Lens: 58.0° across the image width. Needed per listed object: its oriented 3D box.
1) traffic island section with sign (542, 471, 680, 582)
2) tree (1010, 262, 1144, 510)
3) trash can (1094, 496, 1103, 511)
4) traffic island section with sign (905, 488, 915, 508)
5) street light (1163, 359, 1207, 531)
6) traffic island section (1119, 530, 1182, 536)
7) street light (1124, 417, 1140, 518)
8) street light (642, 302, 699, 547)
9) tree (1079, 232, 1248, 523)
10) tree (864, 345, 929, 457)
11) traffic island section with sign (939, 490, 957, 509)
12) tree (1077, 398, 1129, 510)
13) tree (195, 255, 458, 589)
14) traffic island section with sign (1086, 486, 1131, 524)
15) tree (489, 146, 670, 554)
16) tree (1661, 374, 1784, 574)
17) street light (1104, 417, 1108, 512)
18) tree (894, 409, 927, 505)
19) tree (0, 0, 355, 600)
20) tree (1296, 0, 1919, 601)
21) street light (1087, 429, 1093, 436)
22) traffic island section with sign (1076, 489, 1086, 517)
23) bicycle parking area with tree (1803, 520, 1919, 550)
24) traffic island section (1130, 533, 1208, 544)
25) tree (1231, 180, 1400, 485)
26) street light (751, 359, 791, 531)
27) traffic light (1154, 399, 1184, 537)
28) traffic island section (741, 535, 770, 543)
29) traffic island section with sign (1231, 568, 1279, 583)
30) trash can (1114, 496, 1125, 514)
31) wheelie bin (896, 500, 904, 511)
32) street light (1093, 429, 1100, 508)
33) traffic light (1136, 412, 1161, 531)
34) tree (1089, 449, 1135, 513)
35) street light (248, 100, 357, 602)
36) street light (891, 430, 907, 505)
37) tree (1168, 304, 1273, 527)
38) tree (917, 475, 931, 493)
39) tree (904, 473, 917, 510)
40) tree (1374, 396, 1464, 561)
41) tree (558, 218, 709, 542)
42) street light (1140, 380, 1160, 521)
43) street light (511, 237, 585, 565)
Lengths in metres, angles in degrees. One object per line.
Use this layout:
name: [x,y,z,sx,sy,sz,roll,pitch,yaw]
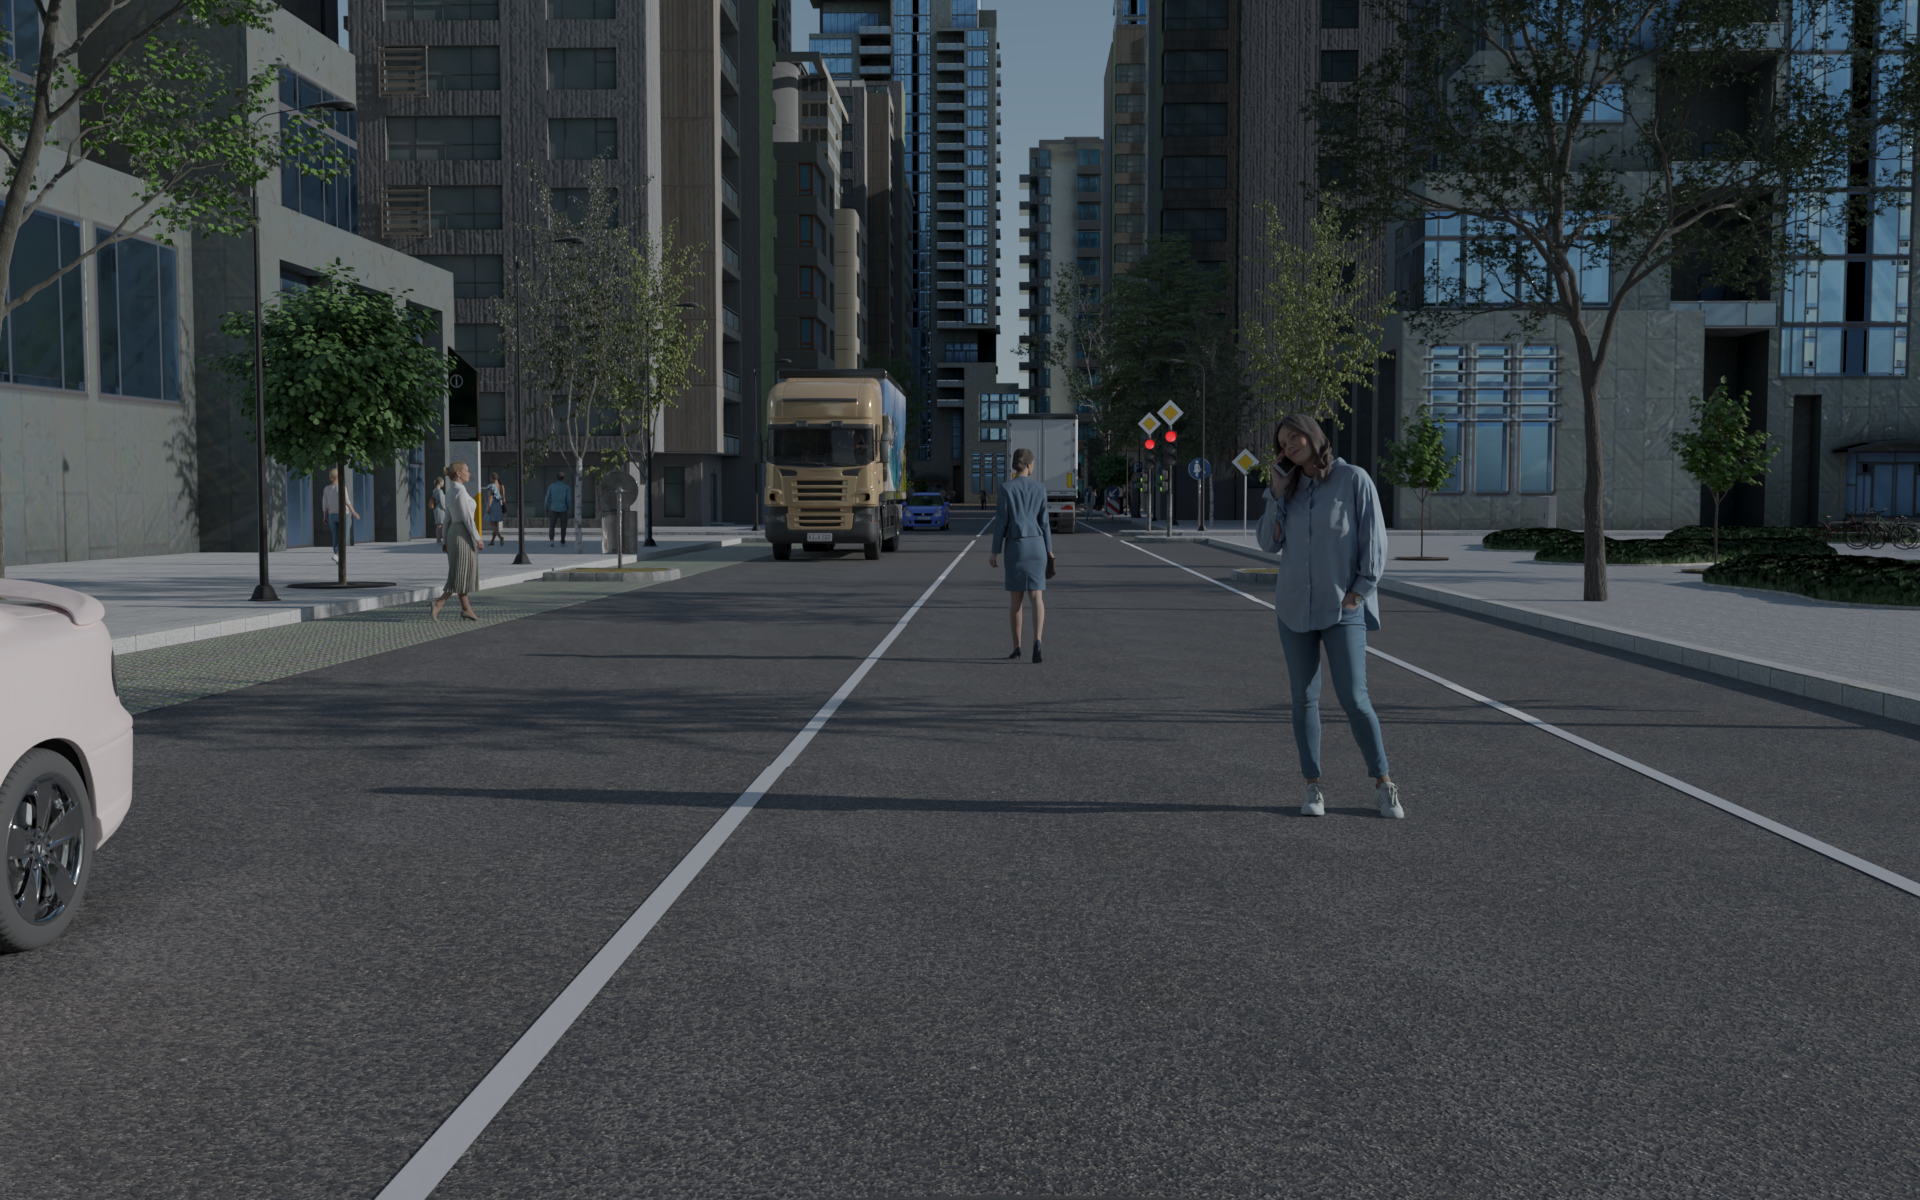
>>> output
traffic island section with sign: [-5.775,-1.250,29.060,1.989,1.847,2.006,0,4,2]
tree: [10.852,-17.514,142.237,12.611,20.169,13.585,0,3,0]
trash can: [10.617,-7.420,132.969,0.748,1.137,0.748,0,3,0]
traffic island section with sign: [-3.148,-6.308,111.765,1.989,1.847,2.006,0,4,2]
street light: [7.858,-5.343,59.899,1.470,5.913,1.316,0,4,2]
traffic island section: [6.517,-2.285,59.647,2.009,0.180,2.903,0,4,2]
street light: [8.644,-6.671,81.615,1.470,5.913,1.316,0,4,2]
street light: [-7.032,-4.255,42.118,1.470,5.913,1.316,0,4,2]
tree: [9.101,-9.662,76.094,7.486,12.596,7.792,0,3,0]
tree: [-5.706,-11.928,120.770,9.928,11.665,9.643,0,3,0]
traffic island section with sign: [-1.559,-9.363,161.717,1.989,1.847,2.006,0,4,2]
tree: [10.638,-10.926,128.995,4.360,8.622,3.978,0,3,0]
tree: [-8.661,-2.458,23.906,4.285,4.588,4.351,0,3,0]
traffic island section with sign: [7.317,-4.645,84.578,1.989,1.847,2.006,0,4,2]
tree: [-8.250,-5.313,37.237,4.360,8.622,3.978,0,3,0]
tree: [12.374,-2.040,27.949,1.663,3.219,1.824,0,3,0]
street light: [9.342,-7.955,102.597,1.470,5.913,1.316,0,4,2]
tree: [-4.730,-11.083,131.571,4.360,8.622,3.978,0,3,0]
tree: [-9.003,-5.510,15.846,9.928,11.665,9.643,0,3,0]
tree: [7.813,-5.283,20.791,8.767,10.594,7.601,2,4,26]
street light: [10.009,-9.270,124.104,1.470,5.913,1.316,0,4,2]
traffic island section with sign: [8.164,-6.293,111.520,1.989,1.847,2.006,0,4,2]
bicycle parking area with tree: [24.536,-3.162,38.696,9.016,4.147,8.231,0,4,8]
traffic island section: [6.264,-1.797,51.665,2.009,0.180,2.903,0,4,2]
tree: [8.349,-5.579,41.580,4.737,8.622,4.395,0,3,0]
street light: [-6.520,-5.338,59.819,1.470,5.913,1.316,0,4,2]
traffic light: [6.224,-3.831,51.553,0.839,4.253,0.868,0,4,2]
traffic island section: [-5.371,-1.820,52.038,2.009,0.180,2.903,0,4,2]
traffic island section with sign: [5.547,-1.229,28.723,1.989,1.847,2.006,0,4,2]
trash can: [10.013,-5.966,109.205,0.748,1.137,0.748,0,3,0]
wheelie bin: [-4.649,-7.743,134.504,0.980,1.594,0.693,0,4,-4]
street light: [9.666,-8.628,113.613,1.470,5.913,1.316,0,4,2]
traffic light: [6.478,-4.319,59.534,0.839,4.253,0.868,0,4,2]
tree: [10.608,-8.336,120.002,4.285,4.588,4.351,0,3,0]
street light: [-7.812,-2.939,20.598,1.470,5.913,1.316,0,4,2]
street light: [-4.410,-9.371,125.755,1.470,5.913,1.316,0,4,2]
tree: [9.842,-7.125,66.855,4.360,8.622,3.978,0,3,0]
tree: [-3.673,-10.897,172.764,1.663,3.219,1.824,0,3,0]
tree: [-4.743,-8.898,140.081,1.663,3.219,1.824,0,3,0]
tree: [9.101,-2.389,33.664,1.663,3.219,1.824,0,3,0]
tree: [-8.519,-5.877,46.445,4.737,8.622,4.395,0,3,0]
street light: [8.241,-5.994,70.537,1.470,5.913,1.316,0,4,2]
street light: [-7.463,-3.602,31.433,1.470,5.913,1.316,0,4,2]
